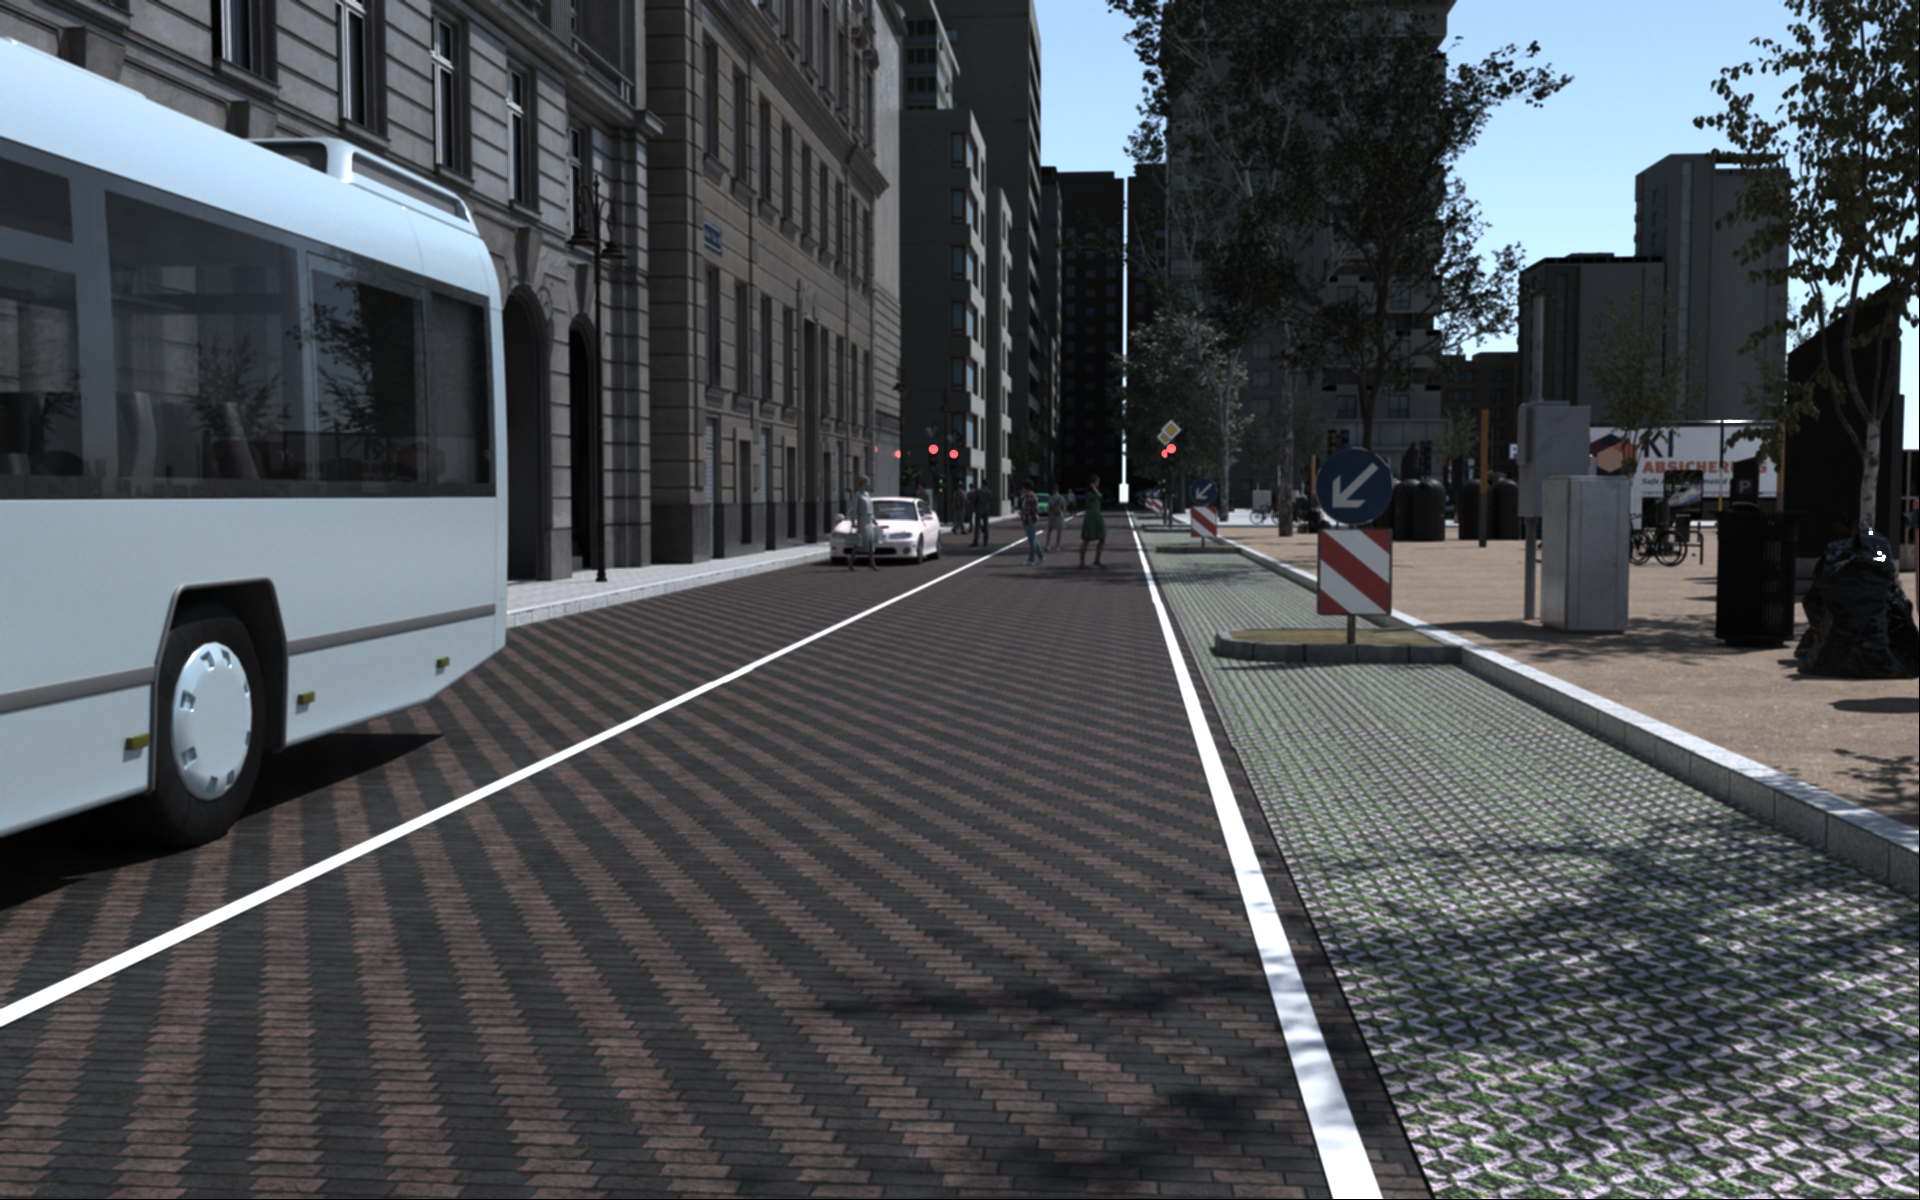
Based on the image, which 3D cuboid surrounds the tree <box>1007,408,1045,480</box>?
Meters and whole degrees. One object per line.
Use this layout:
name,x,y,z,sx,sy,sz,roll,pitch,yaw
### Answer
tree,5.343,-11.991,146.409,4.737,8.622,4.395,0,3,0

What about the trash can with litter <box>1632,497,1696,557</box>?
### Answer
trash can with litter,14.425,-1.530,36.067,1.678,1.210,2.233,2,4,35

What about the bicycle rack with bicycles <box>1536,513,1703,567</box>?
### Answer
bicycle rack with bicycles,12.274,-1.124,31.755,2.852,0.926,2.925,-1,4,-21

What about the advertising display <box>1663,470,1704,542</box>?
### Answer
advertising display,19.307,-2.510,46.258,0.974,1.923,0.123,1,4,11

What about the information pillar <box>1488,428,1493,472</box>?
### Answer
information pillar,18.890,-4.312,61.859,0.183,3.616,0.504,0,4,-5

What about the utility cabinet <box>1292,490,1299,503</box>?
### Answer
utility cabinet,18.723,-5.497,98.562,0.318,1.500,1.173,-3,5,-45

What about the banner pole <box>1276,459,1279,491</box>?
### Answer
banner pole,22.981,-8.266,125.159,0.401,3.779,0.863,2,4,28

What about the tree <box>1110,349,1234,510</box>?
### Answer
tree,17.534,-14.204,142.599,12.009,13.543,11.850,0,3,0

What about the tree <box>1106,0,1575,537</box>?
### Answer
tree,10.628,-11.912,50.643,12.611,20.169,13.585,0,3,0

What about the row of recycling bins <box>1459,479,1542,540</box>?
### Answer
row of recycling bins,15.897,-2.566,49.064,3.534,1.692,1.069,-1,4,-9

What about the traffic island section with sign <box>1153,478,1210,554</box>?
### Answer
traffic island section with sign,5.813,-2.062,42.350,1.989,1.847,2.006,0,4,5

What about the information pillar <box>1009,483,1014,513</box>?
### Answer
information pillar,3.514,-6.911,117.483,0.304,2.012,0.304,-1,4,-10

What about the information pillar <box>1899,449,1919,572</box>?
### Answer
information pillar,15.640,-1.472,28.560,0.304,2.012,0.304,-1,4,-12

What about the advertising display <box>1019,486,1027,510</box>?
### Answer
advertising display,5.126,-7.958,135.332,0.974,1.923,0.123,1,4,10

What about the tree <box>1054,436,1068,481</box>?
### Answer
tree,10.870,-15.800,208.696,4.360,8.622,3.978,0,3,0

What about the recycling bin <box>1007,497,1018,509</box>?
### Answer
recycling bin,4.255,-7.840,140.735,0.722,1.027,0.722,-3,4,-38

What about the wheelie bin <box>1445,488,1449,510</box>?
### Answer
wheelie bin,24.606,-4.964,89.068,0.980,1.594,0.693,0,4,6

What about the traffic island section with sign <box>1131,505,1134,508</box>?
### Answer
traffic island section with sign,13.533,-7.109,124.861,1.989,1.847,2.006,0,4,5

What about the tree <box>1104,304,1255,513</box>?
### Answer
tree,14.558,-12.724,114.691,9.857,13.997,8.962,0,3,0

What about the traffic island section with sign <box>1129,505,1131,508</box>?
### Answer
traffic island section with sign,18.209,-10.172,174.946,1.989,1.847,2.006,0,4,5

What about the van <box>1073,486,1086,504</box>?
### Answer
van,13.835,-11.815,197.563,2.240,2.365,5.245,0,4,6

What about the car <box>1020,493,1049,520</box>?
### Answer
car,4.314,-5.343,96.153,1.959,1.807,4.718,0,4,4

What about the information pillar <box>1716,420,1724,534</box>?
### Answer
information pillar,24.122,-3.887,54.903,0.183,3.616,0.504,1,4,22

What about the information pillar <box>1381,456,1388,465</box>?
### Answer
information pillar,26.055,-7.031,106.317,0.504,3.616,0.183,1,4,20

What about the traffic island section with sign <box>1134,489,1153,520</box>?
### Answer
traffic island section with sign,10.991,-5.448,97.699,1.989,1.847,2.006,0,4,5

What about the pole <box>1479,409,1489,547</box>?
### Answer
pole,12.650,-2.935,41.829,0.158,3.312,0.155,0,3,0

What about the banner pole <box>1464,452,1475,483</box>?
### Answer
banner pole,30.315,-6.928,103.288,0.863,3.779,0.401,-1,4,-9

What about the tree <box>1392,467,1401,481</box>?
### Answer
tree,31.628,-8.003,125.457,1.663,3.219,1.824,0,3,0

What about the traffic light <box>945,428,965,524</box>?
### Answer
traffic light,-0.220,-5.198,73.907,0.839,4.253,0.868,0,4,5

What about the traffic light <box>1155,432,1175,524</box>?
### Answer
traffic light,8.655,-5.148,73.097,0.839,4.253,0.868,0,4,5

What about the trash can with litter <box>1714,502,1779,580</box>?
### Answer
trash can with litter,11.655,-0.866,25.546,1.055,1.170,0.624,-3,5,-40

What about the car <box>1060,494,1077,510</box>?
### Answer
car,9.547,-8.938,154.938,1.959,1.807,4.718,0,4,5

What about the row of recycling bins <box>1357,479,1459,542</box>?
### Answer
row of recycling bins,12.280,-2.523,48.368,1.069,1.692,3.534,-1,4,-22

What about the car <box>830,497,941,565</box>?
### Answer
car,-1.524,-1.496,36.816,2.083,1.381,4.827,0,4,7

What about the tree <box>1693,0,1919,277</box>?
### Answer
tree,9.488,-4.124,17.794,4.737,8.622,4.395,0,3,0

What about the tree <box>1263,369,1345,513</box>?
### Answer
tree,20.551,-9.311,102.596,4.360,8.622,3.978,0,3,0

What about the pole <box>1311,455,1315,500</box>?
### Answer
pole,18.320,-5.876,89.908,0.158,3.312,0.155,0,3,0

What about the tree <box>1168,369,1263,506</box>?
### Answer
tree,14.764,-9.293,102.302,4.360,8.622,3.978,0,3,0

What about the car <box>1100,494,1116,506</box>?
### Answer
car,17.442,-12.004,205.057,1.959,1.807,4.718,0,4,7

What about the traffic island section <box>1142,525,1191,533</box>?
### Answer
traffic island section,7.951,-2.629,65.257,2.009,0.180,2.903,0,4,5

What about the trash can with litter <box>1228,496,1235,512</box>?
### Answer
trash can with litter,19.467,-6.910,124.369,0.624,1.170,1.055,-1,4,-14

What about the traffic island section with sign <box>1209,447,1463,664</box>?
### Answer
traffic island section with sign,3.314,-0.421,15.510,1.989,1.847,2.006,0,4,5

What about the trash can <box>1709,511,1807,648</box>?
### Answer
trash can,6.719,-0.182,14.622,0.748,1.137,0.748,0,3,0

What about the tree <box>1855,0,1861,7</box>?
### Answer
tree,5.669,-3.505,7.670,4.360,8.622,3.978,0,3,0

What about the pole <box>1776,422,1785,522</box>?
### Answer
pole,22.989,-3.342,48.479,0.158,3.312,0.155,0,3,0

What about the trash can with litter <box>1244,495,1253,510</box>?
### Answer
trash can with litter,23.099,-7.741,137.623,1.678,1.210,2.233,2,4,35

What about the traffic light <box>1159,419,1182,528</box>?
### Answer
traffic light,7.912,-4.662,65.147,0.839,4.253,0.868,0,4,5

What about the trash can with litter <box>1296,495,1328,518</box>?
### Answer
trash can with litter,18.907,-5.085,94.195,2.233,1.210,1.678,1,4,13

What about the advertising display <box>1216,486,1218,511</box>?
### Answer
advertising display,19.814,-7.831,133.258,0.123,1.923,0.974,0,4,3

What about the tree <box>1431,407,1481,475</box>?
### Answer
tree,40.670,-11.729,142.138,4.737,8.622,4.395,0,3,0

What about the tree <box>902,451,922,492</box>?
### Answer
tree,-2.564,-4.453,67.413,1.663,3.219,1.824,0,3,0

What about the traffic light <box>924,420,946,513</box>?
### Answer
traffic light,-0.962,-4.712,65.957,0.839,4.253,0.868,0,4,5

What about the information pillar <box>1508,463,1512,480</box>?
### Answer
information pillar,41.811,-8.585,131.717,0.183,3.616,0.504,-1,4,-16

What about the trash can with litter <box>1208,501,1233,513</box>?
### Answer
trash can with litter,17.427,-6.530,117.829,2.233,1.210,1.678,1,4,8

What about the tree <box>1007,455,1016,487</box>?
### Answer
tree,2.037,-8.040,115.163,4.285,4.588,4.351,0,3,0

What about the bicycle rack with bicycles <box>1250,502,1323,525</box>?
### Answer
bicycle rack with bicycles,14.179,-3.691,73.731,2.925,0.926,2.852,3,5,40

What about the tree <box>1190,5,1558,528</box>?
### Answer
tree,7.842,-6.101,34.165,7.601,10.594,8.767,-2,4,-29
